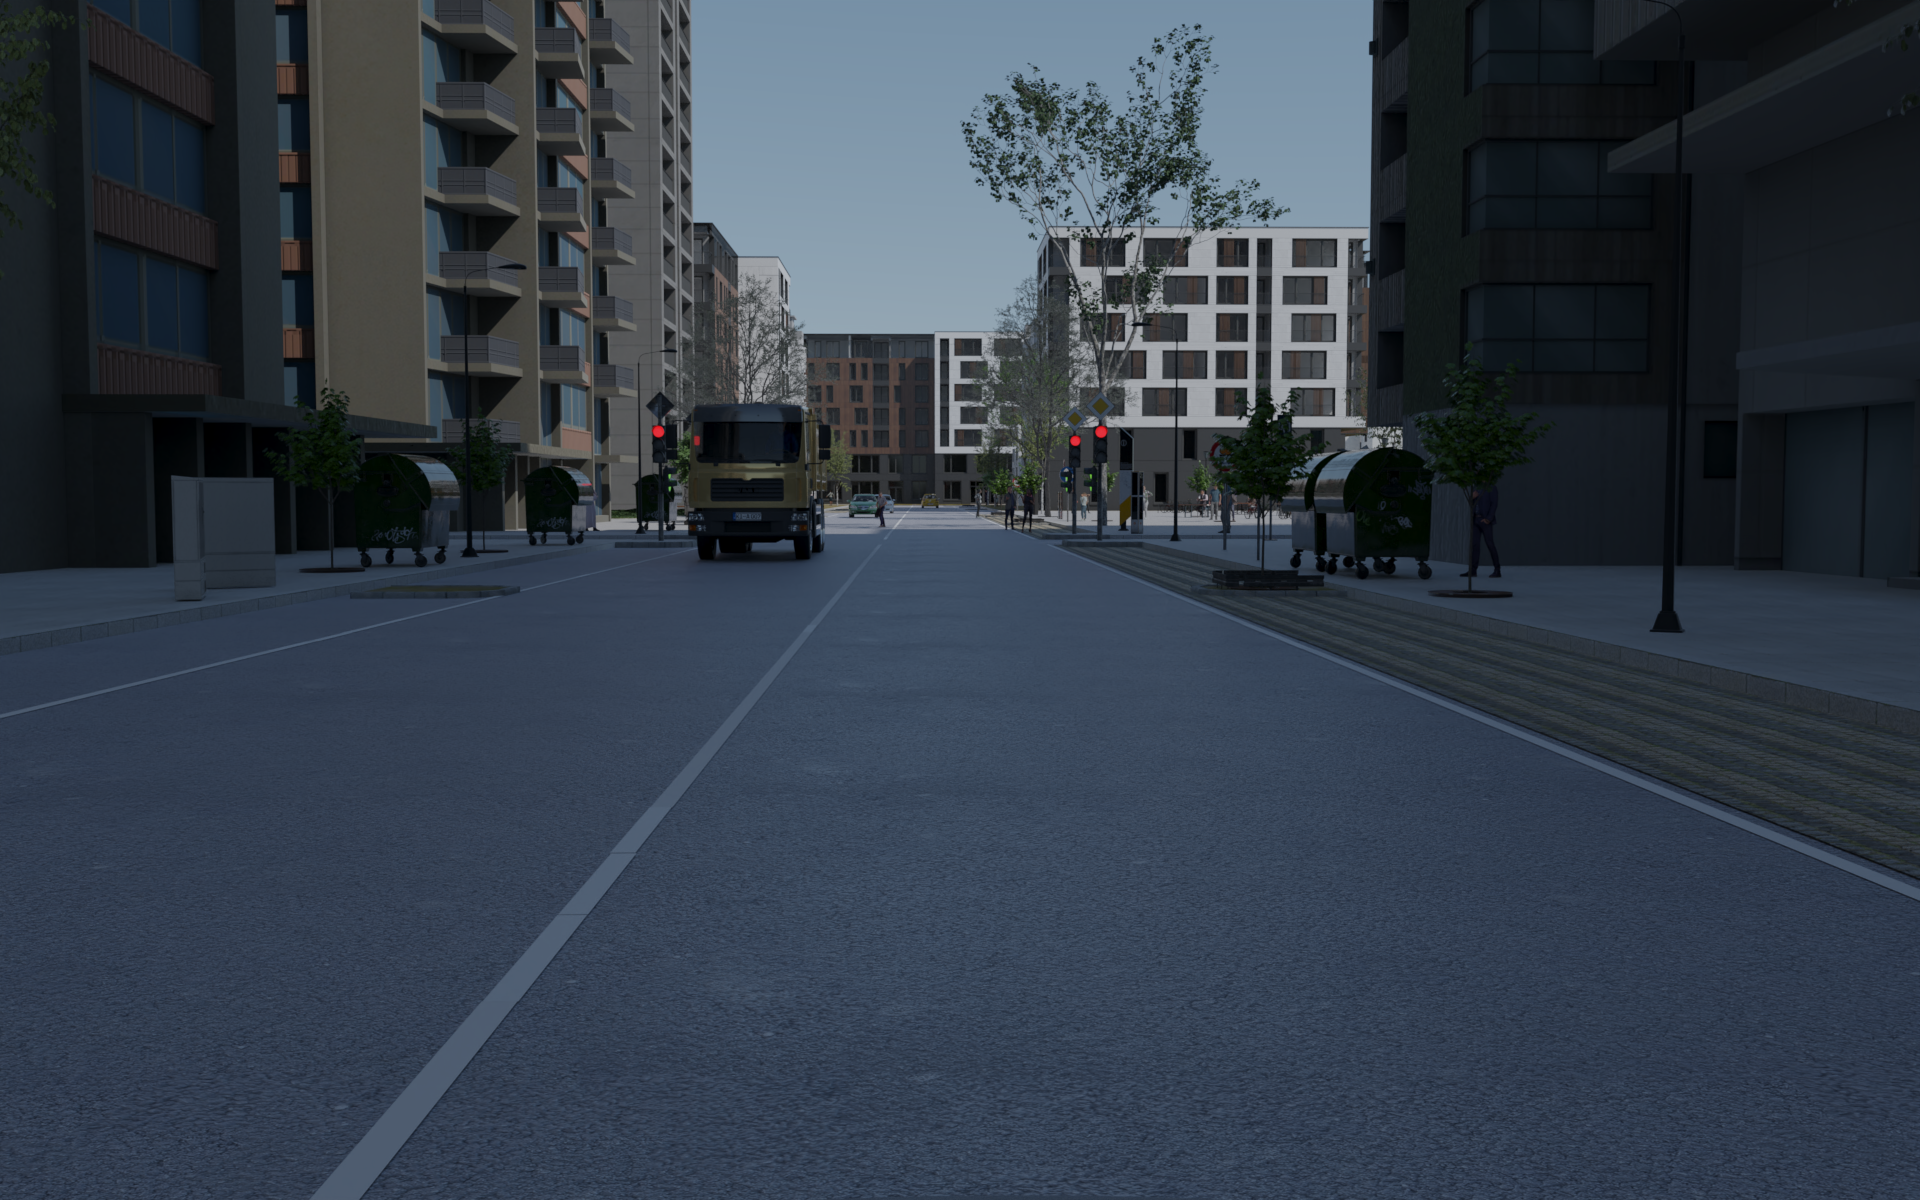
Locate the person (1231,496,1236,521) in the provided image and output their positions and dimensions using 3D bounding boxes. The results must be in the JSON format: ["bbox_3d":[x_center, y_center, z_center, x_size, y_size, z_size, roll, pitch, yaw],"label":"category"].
[{"bbox_3d":[12.982,-4.750,83.575,0.709,1.838,0.599,2,4,33],"label":"person"}]

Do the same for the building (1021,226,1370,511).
[{"bbox_3d":[20.352,-18.641,148.756,27.936,21.610,32.646,0,4,-1],"label":"building"}]

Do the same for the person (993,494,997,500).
[{"bbox_3d":[3.710,-10.598,182.509,0.628,1.438,0.799,-3,4,-36],"label":"person"}]

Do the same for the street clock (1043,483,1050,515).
[{"bbox_3d":[5.221,-6.122,104.666,0.358,2.002,0.471,2,4,31],"label":"street clock"}]

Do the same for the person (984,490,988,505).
[{"bbox_3d":[3.015,-11.944,201.775,0.568,1.767,0.683,0,4,1],"label":"person"}]

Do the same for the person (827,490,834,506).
[{"bbox_3d":[-14.525,-11.445,193.950,0.721,1.735,1.217,3,4,38],"label":"person"}]

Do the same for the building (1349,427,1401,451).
[{"bbox_3d":[60.471,-15.820,200.802,28.070,9.664,9.099,0,4,-1],"label":"building"}]

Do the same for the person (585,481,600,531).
[{"bbox_3d":[-12.817,-3.253,59.891,0.621,1.740,0.551,2,4,25],"label":"person"}]

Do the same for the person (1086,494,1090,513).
[{"bbox_3d":[8.484,-6.467,115.691,0.435,1.345,0.340,-1,4,-20],"label":"person"}]

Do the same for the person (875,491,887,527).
[{"bbox_3d":[-3.384,-3.929,74.959,0.590,1.554,0.614,-3,5,-43],"label":"person"}]

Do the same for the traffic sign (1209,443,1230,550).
[{"bbox_3d":[6.089,-2.424,39.741,0.768,2.556,0.104,0,4,1],"label":"traffic sign"}]

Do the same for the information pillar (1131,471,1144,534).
[{"bbox_3d":[5.720,-3.145,55.914,0.304,2.012,0.304,3,4,39],"label":"information pillar"}]

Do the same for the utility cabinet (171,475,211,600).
[{"bbox_3d":[-9.408,-0.764,21.173,0.318,1.500,1.173,-1,4,-21],"label":"utility cabinet"}]

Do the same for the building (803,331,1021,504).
[{"bbox_3d":[-5.640,-23.679,231.133,32.646,21.610,27.936,0,4,-1],"label":"building"}]

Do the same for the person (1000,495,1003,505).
[{"bbox_3d":[4.838,-11.893,201.215,0.721,1.735,1.217,1,4,14],"label":"person"}]

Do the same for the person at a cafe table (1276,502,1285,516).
[{"bbox_3d":[19.362,-5.608,102.558,1.698,1.238,1.726,-2,4,-24],"label":"person at a cafe table"}]

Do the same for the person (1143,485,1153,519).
[{"bbox_3d":[9.375,-4.986,88.280,0.841,1.734,0.376,2,4,30],"label":"person"}]

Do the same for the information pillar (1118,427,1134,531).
[{"bbox_3d":[5.785,-4.219,60.330,0.504,3.616,0.183,1,4,22],"label":"information pillar"}]

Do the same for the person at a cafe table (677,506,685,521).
[{"bbox_3d":[-13.400,-4.330,81.651,1.726,1.238,1.698,-1,4,-11],"label":"person at a cafe table"}]

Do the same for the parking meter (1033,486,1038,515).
[{"bbox_3d":[4.625,-6.143,106.142,0.255,1.863,0.399,-1,4,-18],"label":"parking meter"}]

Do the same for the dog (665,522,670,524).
[{"bbox_3d":[-12.429,-3.458,73.366,0.540,0.507,0.406,0,4,2],"label":"dog"}]

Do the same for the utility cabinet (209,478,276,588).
[{"bbox_3d":[-9.986,-0.912,23.589,1.173,1.500,0.318,-3,4,-37],"label":"utility cabinet"}]

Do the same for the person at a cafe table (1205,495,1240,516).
[{"bbox_3d":[15.055,-5.481,100.477,1.726,1.238,1.698,1,4,21],"label":"person at a cafe table"}]

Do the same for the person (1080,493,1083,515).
[{"bbox_3d":[7.176,-5.583,101.226,0.340,1.345,0.435,-2,4,-27],"label":"person"}]

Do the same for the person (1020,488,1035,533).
[{"bbox_3d":[2.504,-3.301,63.936,0.415,1.643,0.593,3,5,44],"label":"person"}]

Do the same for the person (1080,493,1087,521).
[{"bbox_3d":[5.979,-4.530,84.011,0.340,1.345,0.435,1,4,10],"label":"person"}]

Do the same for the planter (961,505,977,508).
[{"bbox_3d":[0.878,-10.054,185.527,1.991,0.319,1.994,0,4,-1],"label":"planter"}]

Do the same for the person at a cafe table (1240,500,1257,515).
[{"bbox_3d":[17.877,-5.982,108.662,1.726,1.238,1.698,-1,4,-14],"label":"person at a cafe table"}]

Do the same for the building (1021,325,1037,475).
[{"bbox_3d":[14.196,-19.224,170.736,16.016,20.091,11.380,0,4,-1],"label":"building"}]

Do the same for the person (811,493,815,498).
[{"bbox_3d":[-13.606,-9.154,158.900,0.628,1.438,0.799,1,4,11],"label":"person"}]

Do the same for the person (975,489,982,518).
[{"bbox_3d":[1.098,-5.742,103.110,0.376,1.734,0.841,1,4,16],"label":"person"}]

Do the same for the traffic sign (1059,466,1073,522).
[{"bbox_3d":[4.961,-4.868,79.698,0.768,2.556,0.104,1,4,9],"label":"traffic sign"}]

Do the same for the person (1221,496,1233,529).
[{"bbox_3d":[9.882,-3.467,64.206,0.415,1.643,0.593,-1,4,-20],"label":"person"}]

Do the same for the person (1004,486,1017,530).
[{"bbox_3d":[2.031,-3.657,68.820,0.617,1.759,0.750,-1,4,-16],"label":"person"}]

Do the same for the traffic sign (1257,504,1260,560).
[{"bbox_3d":[5.774,-1.917,33.468,0.606,2.300,0.079,0,4,7],"label":"traffic sign"}]

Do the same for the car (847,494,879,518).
[{"bbox_3d":[-5.876,-5.787,106.419,2.131,1.459,4.920,0,4,-2],"label":"car"}]

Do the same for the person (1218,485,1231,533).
[{"bbox_3d":[8.679,-3.094,56.753,0.434,1.807,0.598,0,4,6],"label":"person"}]

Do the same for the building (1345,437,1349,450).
[{"bbox_3d":[36.417,-17.191,223.212,28.070,9.664,9.099,0,4,-1],"label":"building"}]

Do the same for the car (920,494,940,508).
[{"bbox_3d":[-3.033,-10.077,174.988,2.015,1.641,3.980,0,4,-3],"label":"car"}]

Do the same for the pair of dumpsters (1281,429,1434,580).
[{"bbox_3d":[6.390,-1.555,27.911,1.574,2.255,4.437,0,4,-1],"label":"pair of dumpsters"}]

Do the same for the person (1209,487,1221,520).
[{"bbox_3d":[12.669,-4.894,86.187,0.598,1.807,0.434,2,4,24],"label":"person"}]

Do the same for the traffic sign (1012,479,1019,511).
[{"bbox_3d":[4.302,-7.921,129.620,0.768,2.556,0.104,0,4,2],"label":"traffic sign"}]

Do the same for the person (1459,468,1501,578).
[{"bbox_3d":[8.043,-1.207,26.691,0.530,1.710,0.541,-1,4,-19],"label":"person"}]

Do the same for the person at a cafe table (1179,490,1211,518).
[{"bbox_3d":[13.066,-5.262,94.547,1.698,1.524,1.622,2,4,34],"label":"person at a cafe table"}]

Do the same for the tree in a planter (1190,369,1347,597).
[{"bbox_3d":[4.375,-1.693,24.905,1.991,3.239,1.994,0,4,-1],"label":"tree in a planter"}]

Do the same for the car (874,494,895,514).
[{"bbox_3d":[-5.814,-7.138,128.710,2.014,1.417,4.499,0,4,-1],"label":"car"}]

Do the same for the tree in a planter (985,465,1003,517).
[{"bbox_3d":[2.567,-6.752,107.622,1.991,3.239,1.994,0,4,-1],"label":"tree in a planter"}]

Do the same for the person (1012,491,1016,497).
[{"bbox_3d":[5.798,-10.838,183.958,0.721,1.735,1.217,1,4,12],"label":"person"}]

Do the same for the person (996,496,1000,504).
[{"bbox_3d":[4.505,-12.404,211.394,0.705,1.814,1.350,3,5,45],"label":"person"}]

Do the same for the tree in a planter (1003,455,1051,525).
[{"bbox_3d":[3.168,-5.091,80.462,1.991,3.239,1.994,0,4,-1],"label":"tree in a planter"}]

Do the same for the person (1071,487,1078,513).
[{"bbox_3d":[7.454,-6.461,112.490,0.445,1.727,0.742,0,4,-2],"label":"person"}]

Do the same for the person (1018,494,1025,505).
[{"bbox_3d":[5.172,-7.904,135.266,1.348,1.826,0.705,1,4,16],"label":"person"}]
